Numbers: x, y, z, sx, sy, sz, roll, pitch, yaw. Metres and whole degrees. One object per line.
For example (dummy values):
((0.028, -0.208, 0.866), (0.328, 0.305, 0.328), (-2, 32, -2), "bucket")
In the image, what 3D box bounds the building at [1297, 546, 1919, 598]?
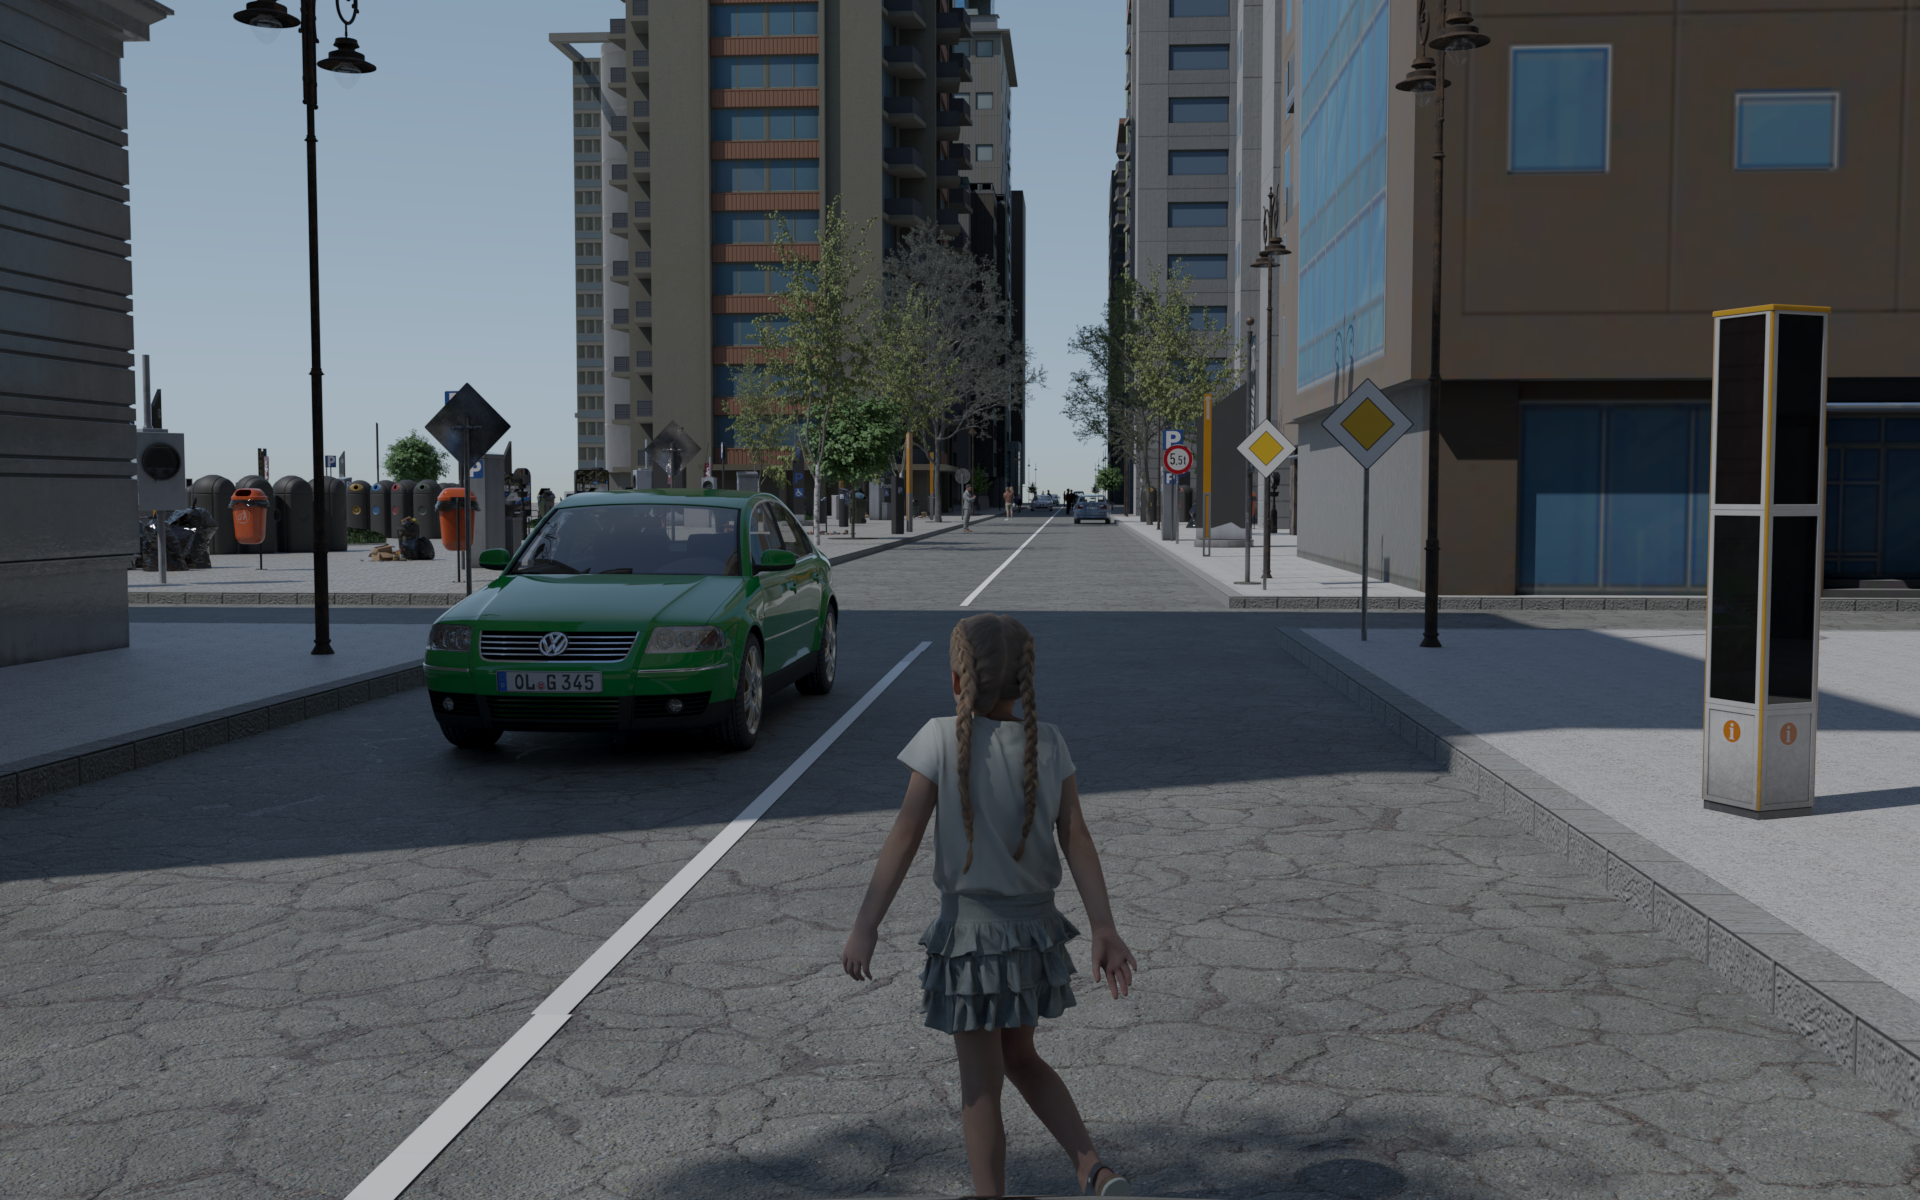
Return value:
((13.109, -23.025, 26.570), (14.200, 45.320, 14.600), (0, 4, 4), "building")

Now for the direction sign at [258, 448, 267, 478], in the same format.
((-34.416, -5.720, 85.523), (0.379, 3.537, 0.876), (0, 4, 5), "direction sign")

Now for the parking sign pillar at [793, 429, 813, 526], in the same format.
((-6.476, -4.967, 69.683), (1.447, 3.967, 1.447), (0, 4, -5), "parking sign pillar")

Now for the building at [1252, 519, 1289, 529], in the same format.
((22.648, -32.566, 74.458), (21.231, 58.520, 28.212), (0, 4, 4), "building")

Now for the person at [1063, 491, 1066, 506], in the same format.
((12.589, -12.207, 208.108), (0.705, 1.821, 1.348), (1, 4, 13), "person")

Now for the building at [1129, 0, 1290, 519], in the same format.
((21.745, -34.948, 113.400), (21.231, 58.520, 28.212), (0, 4, 4), "building")

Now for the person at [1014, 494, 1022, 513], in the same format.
((4.462, -7.437, 133.320), (0.697, 1.427, 0.421), (2, 4, 26), "person")

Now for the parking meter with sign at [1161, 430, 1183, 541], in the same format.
((5.813, -3.155, 47.850), (0.543, 3.016, 1.738), (0, 4, 3), "parking meter with sign")

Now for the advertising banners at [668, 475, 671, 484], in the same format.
((-8.111, -3.126, 47.297), (0.090, 3.025, 2.074), (-2, 4, -24), "advertising banners")

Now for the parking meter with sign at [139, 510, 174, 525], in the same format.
((-18.671, -2.632, 39.293), (1.738, 3.016, 0.543), (-3, 5, -40), "parking meter with sign")

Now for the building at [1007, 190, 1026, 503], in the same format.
((2.310, -36.610, 248.685), (14.600, 45.320, 14.200), (0, 4, 4), "building")

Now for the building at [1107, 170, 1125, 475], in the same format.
((31.827, -38.005, 245.090), (21.300, 48.544, 21.600), (0, 4, 4), "building")

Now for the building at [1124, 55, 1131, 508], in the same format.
((22.709, -29.424, 164.672), (14.154, 41.232, 14.086), (0, 4, 4), "building")

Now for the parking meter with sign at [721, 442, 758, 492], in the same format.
((-7.206, -3.828, 58.853), (1.738, 3.016, 0.543), (-1, 4, -13), "parking meter with sign")

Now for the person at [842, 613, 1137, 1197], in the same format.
((0.051, 0.633, 3.161), (0.505, 1.210, 0.382), (-2, 4, -24), "person")

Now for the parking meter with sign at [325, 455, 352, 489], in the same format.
((-27.616, -4.973, 77.574), (1.738, 3.016, 0.543), (2, 4, 32), "parking meter with sign")

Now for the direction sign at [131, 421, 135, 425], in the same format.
((-24.034, -3.552, 50.068), (0.379, 3.537, 0.876), (0, 3, 0), "direction sign")

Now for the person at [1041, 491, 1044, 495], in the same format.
((9.693, -11.815, 201.756), (0.705, 1.814, 1.350), (-1, 4, -23), "person")

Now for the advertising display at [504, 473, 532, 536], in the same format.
((-13.623, -2.936, 53.217), (0.123, 1.923, 0.974), (3, 5, 45), "advertising display")

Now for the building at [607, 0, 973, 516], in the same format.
((-10.648, -28.076, 113.660), (22.147, 44.769, 28.867), (0, 4, 4), "building")

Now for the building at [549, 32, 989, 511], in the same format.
((-14.042, -27.443, 140.582), (32.217, 40.220, 23.993), (0, 4, 4), "building")

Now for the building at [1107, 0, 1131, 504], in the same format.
((29.573, -47.983, 222.765), (20.563, 71.187, 20.611), (0, 4, 4), "building")

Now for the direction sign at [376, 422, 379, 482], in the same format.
((-18.545, -3.865, 55.194), (0.379, 3.537, 0.876), (-1, 4, -16), "direction sign")

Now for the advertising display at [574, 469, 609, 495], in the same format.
((-9.663, -2.462, 45.473), (0.974, 1.923, 0.123), (-3, 5, -41), "advertising display")

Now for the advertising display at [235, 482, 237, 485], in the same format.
((-38.446, -5.380, 93.175), (0.974, 1.923, 0.123), (-3, 5, -39), "advertising display")

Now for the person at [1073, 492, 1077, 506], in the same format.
((13.272, -11.812, 202.349), (1.217, 1.736, 0.721), (-3, 4, -38), "person")

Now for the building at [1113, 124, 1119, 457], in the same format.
((28.857, -33.287, 198.872), (22.147, 44.769, 28.867), (0, 4, 4), "building")

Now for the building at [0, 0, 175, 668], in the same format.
((-17.012, -10.606, 9.559), (21.152, 22.565, 11.583), (0, 4, 4), "building")

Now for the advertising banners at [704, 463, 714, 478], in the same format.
((-14.859, -6.191, 97.413), (2.074, 3.025, 0.090), (0, 4, 7), "advertising banners")

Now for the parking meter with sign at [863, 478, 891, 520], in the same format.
((-4.079, -5.415, 84.790), (1.738, 3.016, 0.543), (3, 5, 39), "parking meter with sign")

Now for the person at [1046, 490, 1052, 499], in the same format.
((8.822, -10.100, 173.262), (0.705, 1.869, 1.348), (3, 5, 43), "person")

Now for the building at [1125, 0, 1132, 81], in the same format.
((24.734, -29.837, 142.455), (22.147, 44.769, 28.867), (0, 4, 4), "building")

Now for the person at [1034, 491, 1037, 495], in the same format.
((8.519, -11.354, 194.812), (0.551, 1.740, 0.621), (2, 4, 25), "person")

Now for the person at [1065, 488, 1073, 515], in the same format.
((7.509, -6.803, 119.699), (0.705, 1.831, 1.348), (2, 4, 25), "person")

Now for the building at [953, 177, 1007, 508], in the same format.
((-2.924, -23.768, 160.307), (14.160, 30.474, 14.107), (0, 4, 4), "building")

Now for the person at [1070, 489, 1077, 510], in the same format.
((10.280, -9.298, 160.153), (1.348, 1.869, 0.705), (3, 4, 36), "person")

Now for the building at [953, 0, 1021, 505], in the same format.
((-2.964, -55.810, 225.170), (22.319, 86.520, 31.000), (0, 4, 4), "building")

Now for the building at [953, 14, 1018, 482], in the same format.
((-8.205, -37.179, 197.116), (28.713, 52.752, 27.495), (0, 4, 4), "building")

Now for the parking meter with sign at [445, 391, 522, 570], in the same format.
((-8.227, -2.070, 30.098), (0.543, 3.016, 1.738), (1, 4, 14), "parking meter with sign")

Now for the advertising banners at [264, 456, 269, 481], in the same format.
((-32.490, -5.152, 80.421), (0.090, 3.025, 2.074), (-3, 5, -44), "advertising banners")

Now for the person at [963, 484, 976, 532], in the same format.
((0.359, -3.473, 65.463), (0.466, 1.800, 0.511), (0, 4, 8), "person")

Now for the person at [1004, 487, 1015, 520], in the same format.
((2.714, -5.245, 94.236), (0.573, 1.828, 0.580), (3, 4, 38), "person")
